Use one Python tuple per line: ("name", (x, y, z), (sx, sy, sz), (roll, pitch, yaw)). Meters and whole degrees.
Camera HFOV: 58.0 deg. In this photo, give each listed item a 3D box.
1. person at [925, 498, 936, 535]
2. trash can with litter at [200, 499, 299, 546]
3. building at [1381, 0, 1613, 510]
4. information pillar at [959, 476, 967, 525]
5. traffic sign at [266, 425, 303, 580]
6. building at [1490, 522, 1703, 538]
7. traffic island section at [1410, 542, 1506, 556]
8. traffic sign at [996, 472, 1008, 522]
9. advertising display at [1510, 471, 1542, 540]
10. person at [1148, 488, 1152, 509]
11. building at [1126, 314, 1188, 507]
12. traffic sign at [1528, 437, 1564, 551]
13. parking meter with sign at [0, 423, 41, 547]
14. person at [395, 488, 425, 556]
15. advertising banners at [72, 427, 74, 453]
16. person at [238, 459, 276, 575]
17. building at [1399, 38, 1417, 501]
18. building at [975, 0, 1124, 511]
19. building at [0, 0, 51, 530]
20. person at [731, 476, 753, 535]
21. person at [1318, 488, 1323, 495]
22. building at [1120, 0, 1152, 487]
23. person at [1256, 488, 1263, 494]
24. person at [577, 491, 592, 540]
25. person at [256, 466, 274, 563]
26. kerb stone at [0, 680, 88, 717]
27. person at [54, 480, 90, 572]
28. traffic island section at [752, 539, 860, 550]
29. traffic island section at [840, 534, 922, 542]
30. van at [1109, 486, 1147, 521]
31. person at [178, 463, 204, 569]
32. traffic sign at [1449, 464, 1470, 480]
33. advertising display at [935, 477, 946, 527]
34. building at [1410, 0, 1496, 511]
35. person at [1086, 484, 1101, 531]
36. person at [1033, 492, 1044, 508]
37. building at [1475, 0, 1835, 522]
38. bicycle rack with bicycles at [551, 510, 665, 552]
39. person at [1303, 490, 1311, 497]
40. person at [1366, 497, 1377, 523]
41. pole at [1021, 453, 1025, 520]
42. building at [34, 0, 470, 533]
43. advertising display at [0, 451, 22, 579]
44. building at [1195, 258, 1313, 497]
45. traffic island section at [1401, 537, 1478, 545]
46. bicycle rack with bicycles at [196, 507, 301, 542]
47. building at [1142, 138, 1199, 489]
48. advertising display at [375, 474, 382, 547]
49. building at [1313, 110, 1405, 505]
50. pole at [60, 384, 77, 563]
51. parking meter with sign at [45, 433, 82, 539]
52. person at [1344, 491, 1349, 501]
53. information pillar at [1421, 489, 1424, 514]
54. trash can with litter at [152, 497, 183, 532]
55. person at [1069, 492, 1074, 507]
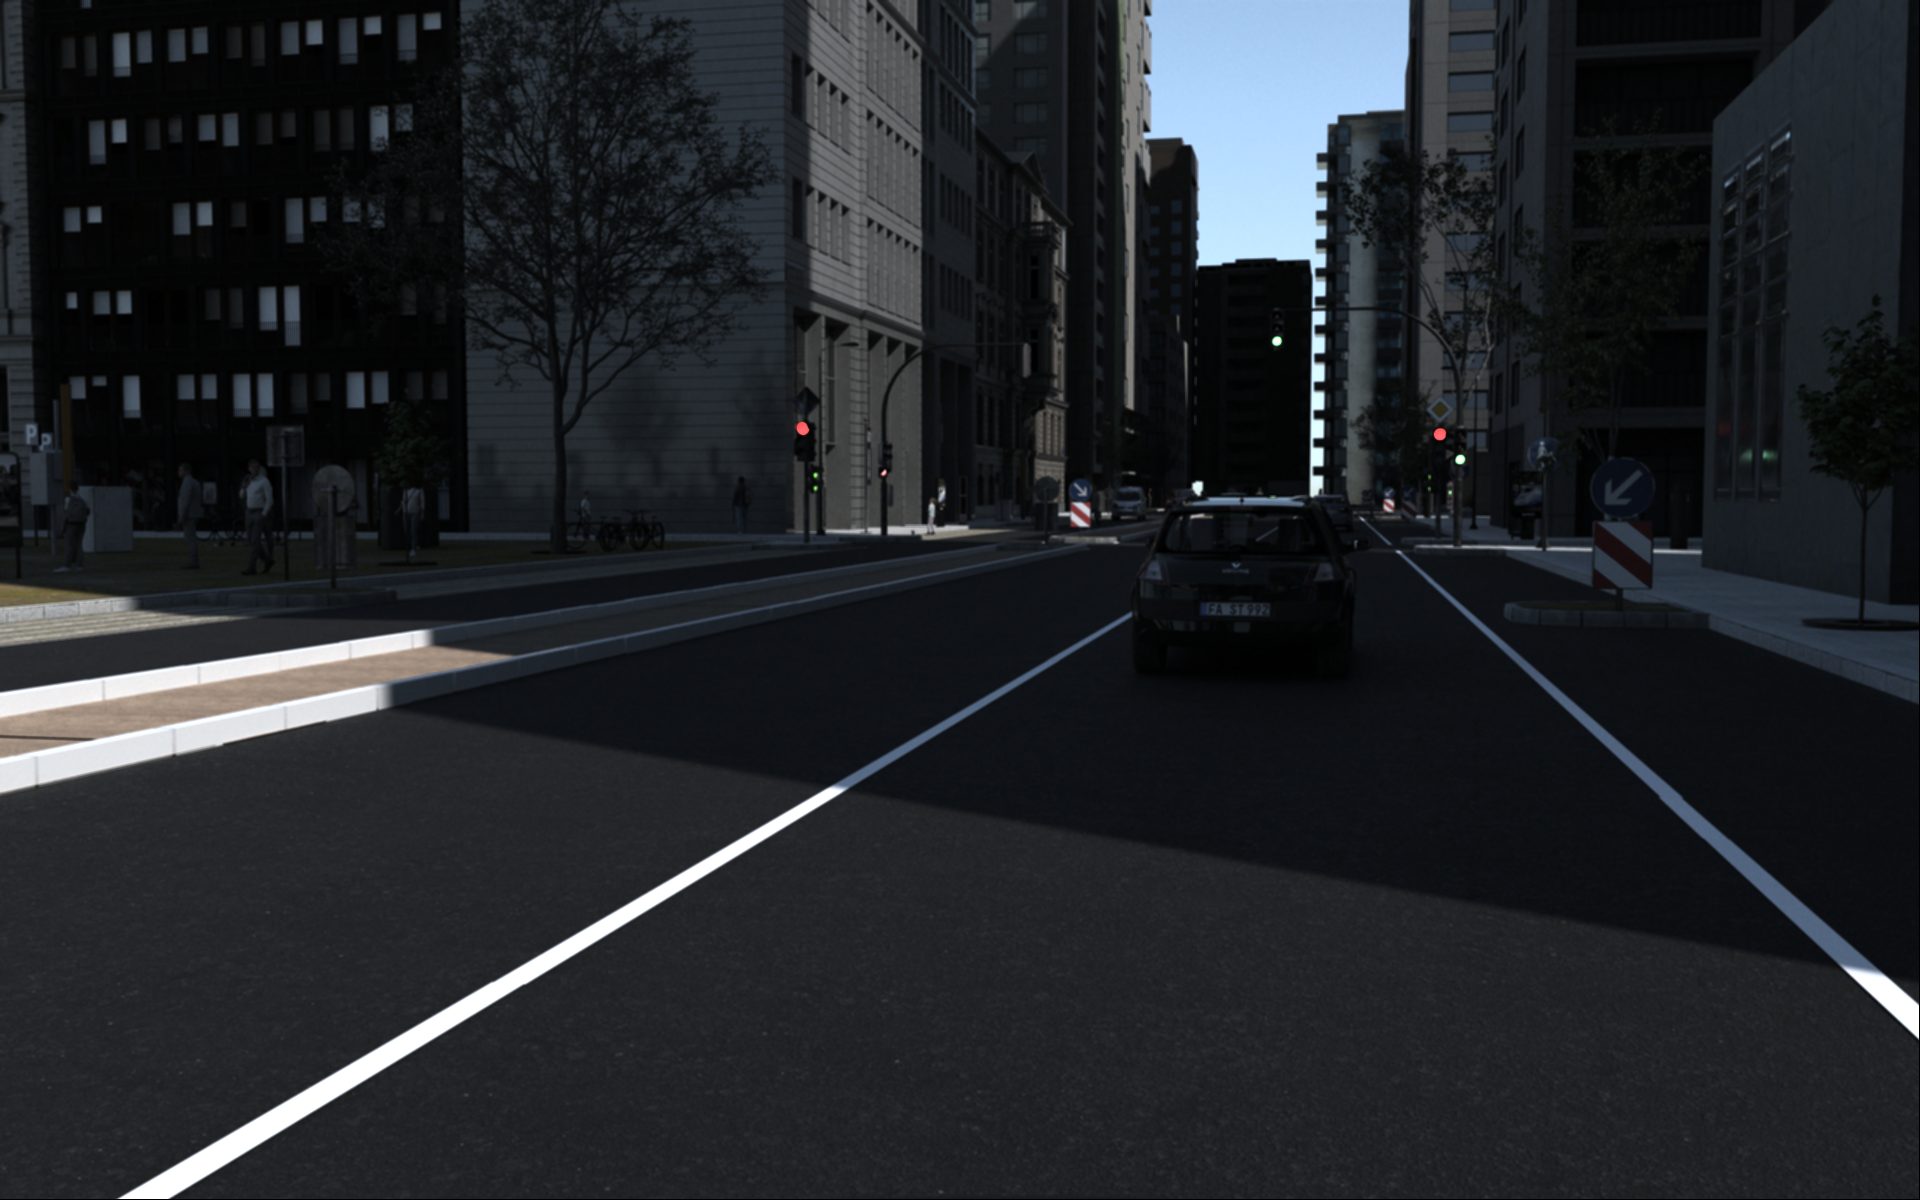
("person", (-1.032, -2.907, 60.309), (0.394, 1.301, 0.425), (1, 4, 12))
("trash can with litter", (-17.599, -1.947, 42.893), (2.233, 1.210, 1.678), (-1, 4, -19))
("building", (55.715, -45.515, 182.427), (20.563, 71.187, 20.611), (1, 4, 12))
("information pillar", (0.117, -4.126, 71.949), (0.304, 2.012, 0.304), (-1, 4, -9))
("traffic sign", (-9.993, -1.439, 25.654), (0.606, 2.300, 0.079), (1, 4, 14))
("building", (29.502, -37.823, 56.666), (20.611, 71.187, 20.563), (1, 4, 12))
("traffic island section", (12.037, -1.198, 41.869), (2.009, 0.180, 2.903), (1, 4, 12))
("traffic sign", (1.944, -4.799, 80.588), (0.606, 2.300, 0.079), (1, 4, 14))
("advertising display", (15.920, -2.651, 48.562), (0.974, 1.923, 0.123), (0, 4, -4))
("person", (16.316, -8.720, 148.624), (0.705, 1.822, 1.348), (1, 4, 13))
("building", (9.363, -21.117, 190.306), (28.899, 21.520, 27.650), (1, 4, 12))
("traffic sign", (13.092, -2.363, 38.737), (0.768, 2.556, 0.104), (1, 4, 16))
("parking meter with sign", (-23.164, -2.791, 41.892), (0.543, 3.016, 1.738), (2, 4, 28))
("person", (-11.360, -1.783, 35.869), (0.731, 1.740, 0.598), (0, 4, 6))
("advertising banners", (-20.092, -2.631, 39.212), (0.090, 3.025, 2.074), (-2, 4, -25))
("person", (-11.282, -1.320, 27.730), (0.679, 1.850, 0.850), (1, 4, 19))
("building", (49.920, -31.589, 166.583), (14.600, 45.320, 14.200), (1, 4, 12))
("building", (4.926, -27.634, 135.403), (14.154, 41.232, 14.086), (1, 4, 12))
("building", (-40.577, -14.569, 67.076), (19.941, 23.489, 11.050), (1, 4, 12))
("person", (-6.775, -2.898, 53.416), (0.794, 1.824, 0.713), (0, 4, -7))
("person", (25.127, -6.849, 120.491), (0.388, 1.821, 0.555), (2, 4, 35))
("building", (2.690, -34.711, 156.762), (28.713, 52.752, 27.495), (1, 4, 12))
("person", (16.929, -5.477, 98.324), (0.520, 1.790, 0.573), (-1, 4, -12))
("person", (-11.294, -2.524, 52.361), (0.523, 1.515, 0.503), (-2, 4, -25))
("person", (-13.114, -1.598, 32.351), (0.537, 1.800, 0.526), (-1, 4, -23))
("kerb stone", (-6.077, 0.656, 11.463), (0.120, 0.150, 1.000), (1, 4, 12))
("person", (-14.589, -1.214, 28.491), (0.523, 1.515, 0.503), (0, 4, -4))
("traffic island section", (-4.033, -1.410, 45.336), (2.009, 0.180, 2.903), (1, 4, 12))
("traffic island section", (-2.345, -1.887, 53.141), (2.009, 0.180, 2.903), (1, 4, 12))
("van", (9.171, -5.321, 94.012), (2.013, 2.044, 4.112), (1, 4, 10))
("person", (-13.230, -1.444, 29.758), (0.391, 1.810, 0.635), (-1, 4, -15))
("traffic sign", (18.863, -3.997, 65.459), (0.768, 2.556, 0.104), (1, 4, 20))
("advertising display", (-0.756, -3.797, 67.302), (0.123, 1.923, 0.974), (1, 4, 18))
("building", (48.572, -36.795, 143.598), (21.231, 58.520, 28.212), (1, 4, 12))
("person", (5.179, -3.525, 66.316), (0.728, 1.800, 0.709), (-3, 5, -45))
("person", (3.315, -3.940, 72.790), (0.514, 1.842, 0.818), (0, 4, 8))
("building", (40.322, -40.488, 100.229), (20.563, 71.187, 20.611), (1, 4, 12))
("bicycle rack with bicycles", (-7.949, -1.629, 40.013), (2.852, 0.926, 2.925), (3, 4, 37))
("person", (26.247, -7.481, 131.596), (1.217, 1.735, 0.721), (3, 5, 44))
("person", (20.696, -4.546, 87.093), (0.640, 1.303, 0.475), (3, 5, 42))
("pole", (3.164, -5.689, 86.865), (0.158, 3.312, 0.155), (0, 3, 0))
("building", (-22.864, -14.354, 64.370), (15.834, 23.373, 12.332), (1, 4, 12))
("advertising display", (-14.679, -1.275, 26.057), (0.974, 1.923, 0.123), (-2, 4, -31))
("building", (36.563, -27.144, 215.499), (14.107, 30.474, 14.160), (1, 4, 12))
("traffic island section", (13.725, -1.675, 49.674), (2.009, 0.180, 2.903), (1, 4, 12))
("bicycle rack with bicycles", (-19.689, -2.115, 47.968), (2.925, 0.926, 2.852), (-3, 4, -38))
("building", (22.390, -34.747, 218.230), (14.200, 45.320, 14.600), (1, 4, 12))
("advertising display", (-14.239, -2.279, 42.477), (0.123, 1.923, 0.974), (-1, 4, -23))
("building", (59.554, -36.392, 214.614), (30.456, 49.044, 23.786), (1, 4, 12))
("pole", (-16.621, -2.351, 32.287), (0.158, 3.312, 0.155), (0, 3, 0))
("parking meter with sign", (-25.735, -3.288, 50.016), (0.543, 3.016, 1.738), (1, 4, 14))
("person", (32.779, -8.422, 147.001), (0.445, 1.727, 0.742), (1, 4, 20))
("information pillar", (30.445, -6.687, 113.829), (0.304, 2.012, 0.304), (-1, 4, -12))
("trash can with litter", (-26.851, -2.898, 58.766), (1.055, 1.170, 0.624), (-1, 4, -17))
("person", (8.031, -7.150, 123.515), (0.524, 1.755, 0.480), (-3, 4, -36))
